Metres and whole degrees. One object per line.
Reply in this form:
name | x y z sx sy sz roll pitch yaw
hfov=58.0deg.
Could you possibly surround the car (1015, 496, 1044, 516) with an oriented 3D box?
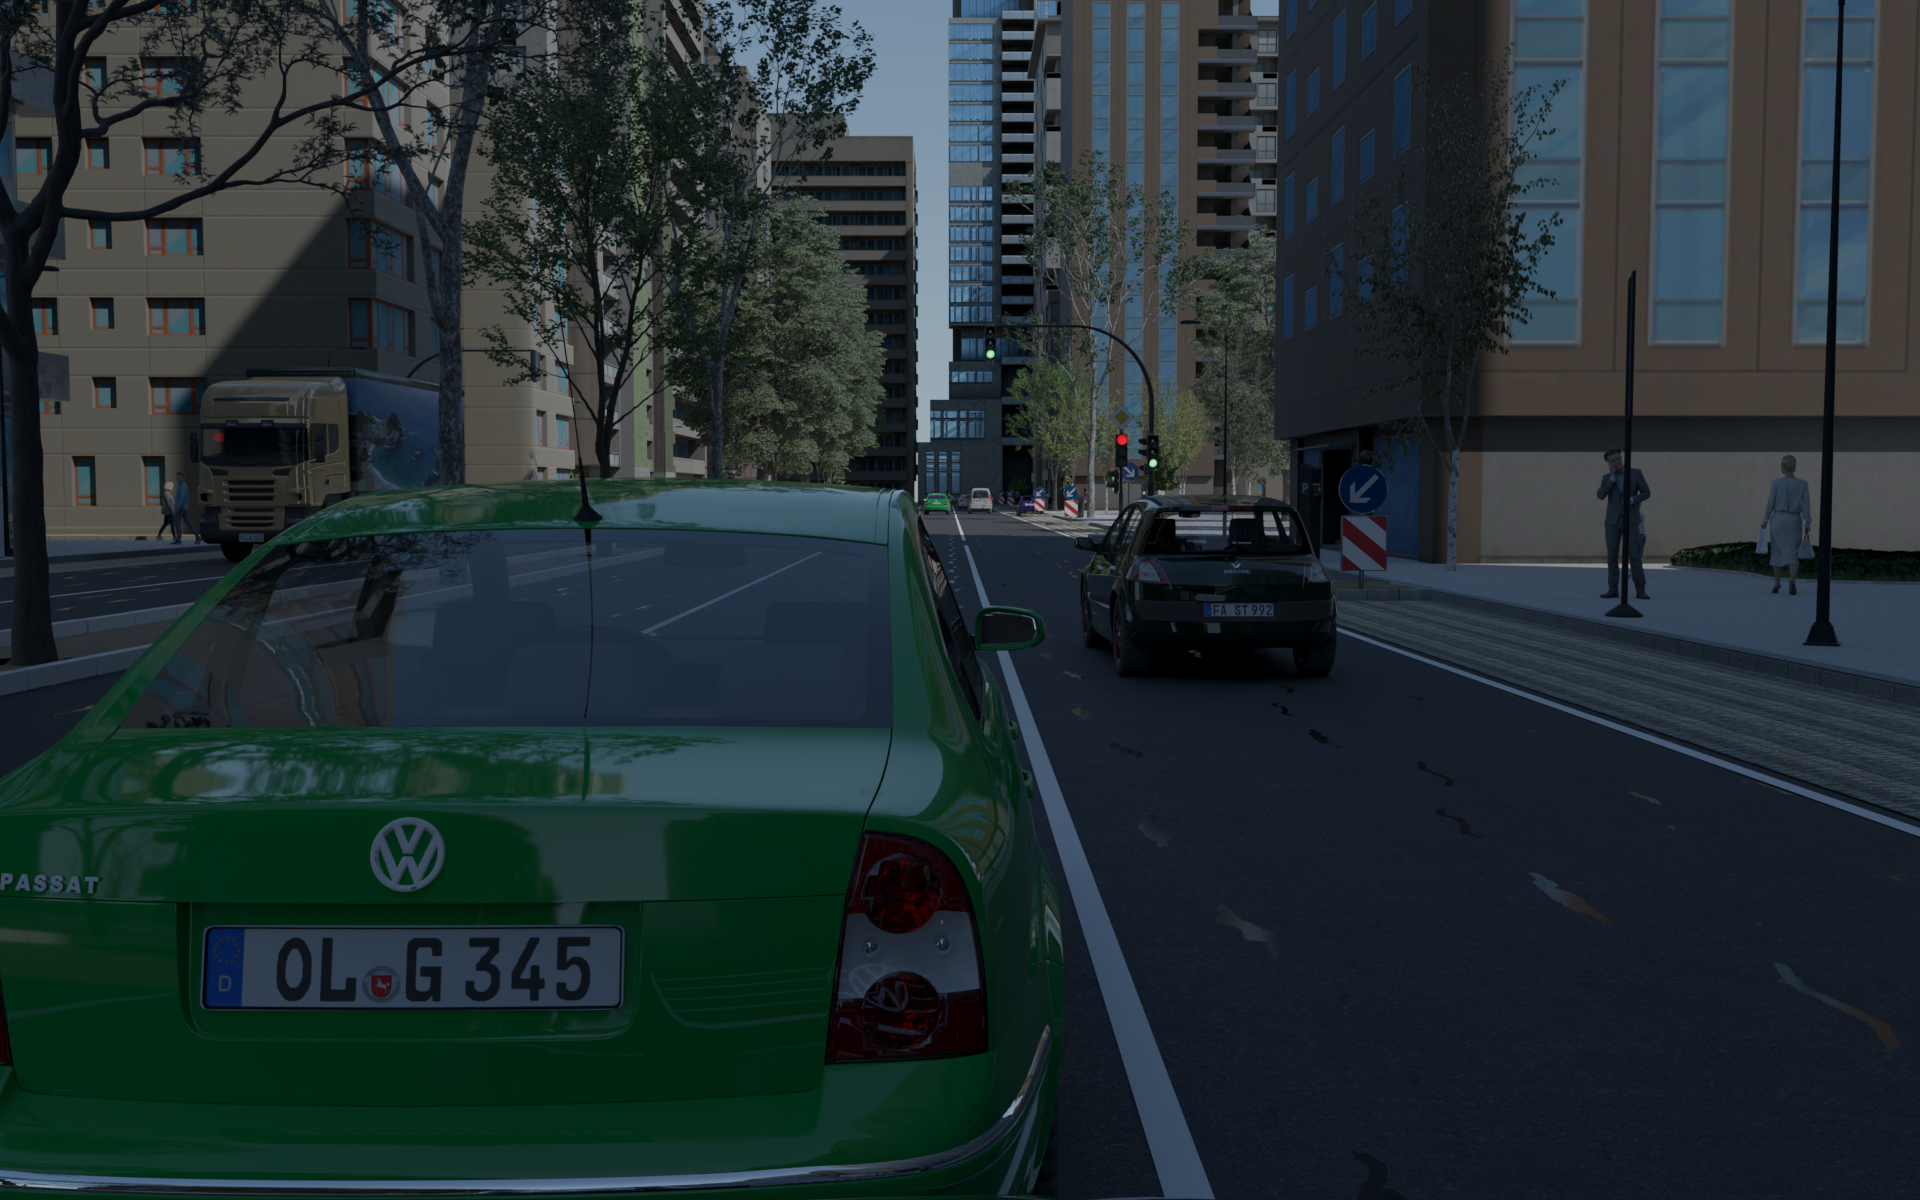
car | 4.522 -6.084 112.050 1.945 1.354 3.894 0 3 0

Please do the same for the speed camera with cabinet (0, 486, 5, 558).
speed camera with cabinet | -19.339 -2.396 33.504 0.660 3.252 2.038 0 4 -2

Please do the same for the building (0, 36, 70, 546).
building | -36.002 -25.241 32.293 30.456 49.044 23.786 0 4 0

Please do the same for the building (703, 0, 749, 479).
building | -33.291 -33.429 166.165 23.786 49.044 30.456 0 4 0

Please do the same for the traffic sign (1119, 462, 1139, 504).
traffic sign | 6.692 -4.190 68.611 0.768 2.556 0.104 0 4 3

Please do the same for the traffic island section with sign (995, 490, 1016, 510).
traffic island section with sign | 4.438 -9.051 156.607 1.989 1.847 2.006 0 4 0

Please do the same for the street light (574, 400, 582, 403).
street light | -19.434 -6.942 86.049 1.470 5.913 1.316 0 4 0

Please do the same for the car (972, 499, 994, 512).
car | 1.738 -7.871 141.055 2.083 1.381 4.827 0 4 -1

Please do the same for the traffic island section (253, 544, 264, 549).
traffic island section | -17.680 -1.487 46.596 2.009 0.180 2.903 0 4 0

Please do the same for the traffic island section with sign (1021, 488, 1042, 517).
traffic island section with sign | 4.759 -6.023 107.104 1.989 1.847 2.006 0 4 0

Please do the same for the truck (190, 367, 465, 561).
truck | -14.531 -3.165 40.654 2.839 4.237 11.283 0 4 1

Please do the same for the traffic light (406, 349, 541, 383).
traffic light | -15.602 -4.882 54.495 4.771 5.953 1.251 0 4 0

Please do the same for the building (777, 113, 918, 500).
building | -16.323 -36.693 223.633 21.600 48.544 21.300 0 4 0

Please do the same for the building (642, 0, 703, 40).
building | -32.807 -31.588 140.163 21.300 48.544 21.600 0 4 0

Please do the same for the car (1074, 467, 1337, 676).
car | 2.045 -0.322 15.045 2.009 1.686 4.222 0 4 -1

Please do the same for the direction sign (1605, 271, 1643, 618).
direction sign | 6.959 -1.593 18.044 0.379 3.537 0.876 1 4 18

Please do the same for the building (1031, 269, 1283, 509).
building | 21.206 -19.365 161.655 27.650 21.520 28.899 0 4 0

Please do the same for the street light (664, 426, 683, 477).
street light | -19.560 -8.899 118.042 1.470 5.913 1.316 0 4 0

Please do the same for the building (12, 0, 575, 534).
building | -32.397 -13.694 68.942 27.650 21.520 28.899 0 4 0

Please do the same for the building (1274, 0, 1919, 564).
building | 15.181 -23.674 37.173 14.600 45.320 14.200 0 4 0

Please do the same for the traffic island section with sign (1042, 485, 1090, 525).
traffic island section with sign | 4.945 -4.344 79.650 1.989 1.847 2.006 0 4 0

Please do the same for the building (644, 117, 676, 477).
building | -28.229 -21.408 121.728 14.160 30.474 14.107 0 4 0

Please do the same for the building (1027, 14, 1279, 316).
building | 22.251 -36.745 190.018 28.713 52.752 27.495 0 4 0

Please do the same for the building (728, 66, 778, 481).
building | -32.654 -34.870 193.823 21.600 48.544 21.300 0 4 0

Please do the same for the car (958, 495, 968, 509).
car | 0.813 -9.524 168.081 2.083 1.381 4.827 0 3 0

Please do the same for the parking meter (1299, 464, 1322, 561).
parking meter | 6.747 -1.691 33.359 0.255 1.863 0.399 -2 4 -29

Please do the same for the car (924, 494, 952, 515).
car | -1.571 -6.841 120.648 1.959 1.807 4.718 0 4 1

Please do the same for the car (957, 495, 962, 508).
car | 0.733 -9.944 174.939 2.083 1.381 4.827 0 4 0

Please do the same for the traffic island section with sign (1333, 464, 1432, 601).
traffic island section with sign | 5.309 -0.943 24.044 1.989 1.847 2.006 0 4 0

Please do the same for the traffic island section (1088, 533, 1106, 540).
traffic island section | 5.107 -1.985 54.728 2.009 0.180 2.903 0 4 0

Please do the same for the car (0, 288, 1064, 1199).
car | -0.723 0.265 4.469 1.959 1.807 4.718 0 4 0

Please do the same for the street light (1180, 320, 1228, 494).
street light | 6.556 -4.510 46.283 1.470 5.913 1.316 0 4 0

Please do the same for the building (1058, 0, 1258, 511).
building | 15.396 -29.903 139.022 14.600 45.320 14.200 0 4 0

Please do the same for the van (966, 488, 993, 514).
van | 1.426 -7.261 125.722 2.013 2.044 4.112 0 4 -2

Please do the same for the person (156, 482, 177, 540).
person | -23.810 -2.653 52.064 0.728 1.800 0.709 -2 4 -28

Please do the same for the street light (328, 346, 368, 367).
street light | -19.212 -5.002 54.327 1.470 5.913 1.316 0 4 0

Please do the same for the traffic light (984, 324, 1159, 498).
traffic light | 3.029 -4.392 46.474 4.771 5.953 1.251 0 4 0

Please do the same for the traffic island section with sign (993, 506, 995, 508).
traffic island section with sign | 4.259 -10.699 183.562 1.989 1.847 2.006 0 4 0

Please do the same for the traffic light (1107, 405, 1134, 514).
traffic light | 5.067 -4.018 54.614 0.839 4.253 0.868 0 4 0

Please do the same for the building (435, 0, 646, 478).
building | -26.204 -25.429 99.357 14.154 41.232 14.086 0 4 0

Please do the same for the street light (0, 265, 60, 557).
street light | -18.990 -3.840 35.325 1.470 5.913 1.316 0 4 0

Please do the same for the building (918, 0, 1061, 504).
building | 10.183 -55.681 223.056 31.000 86.520 22.319 0 4 0

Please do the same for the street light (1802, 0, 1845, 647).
street light | 6.794 -2.570 14.562 1.470 5.913 1.316 0 4 0
